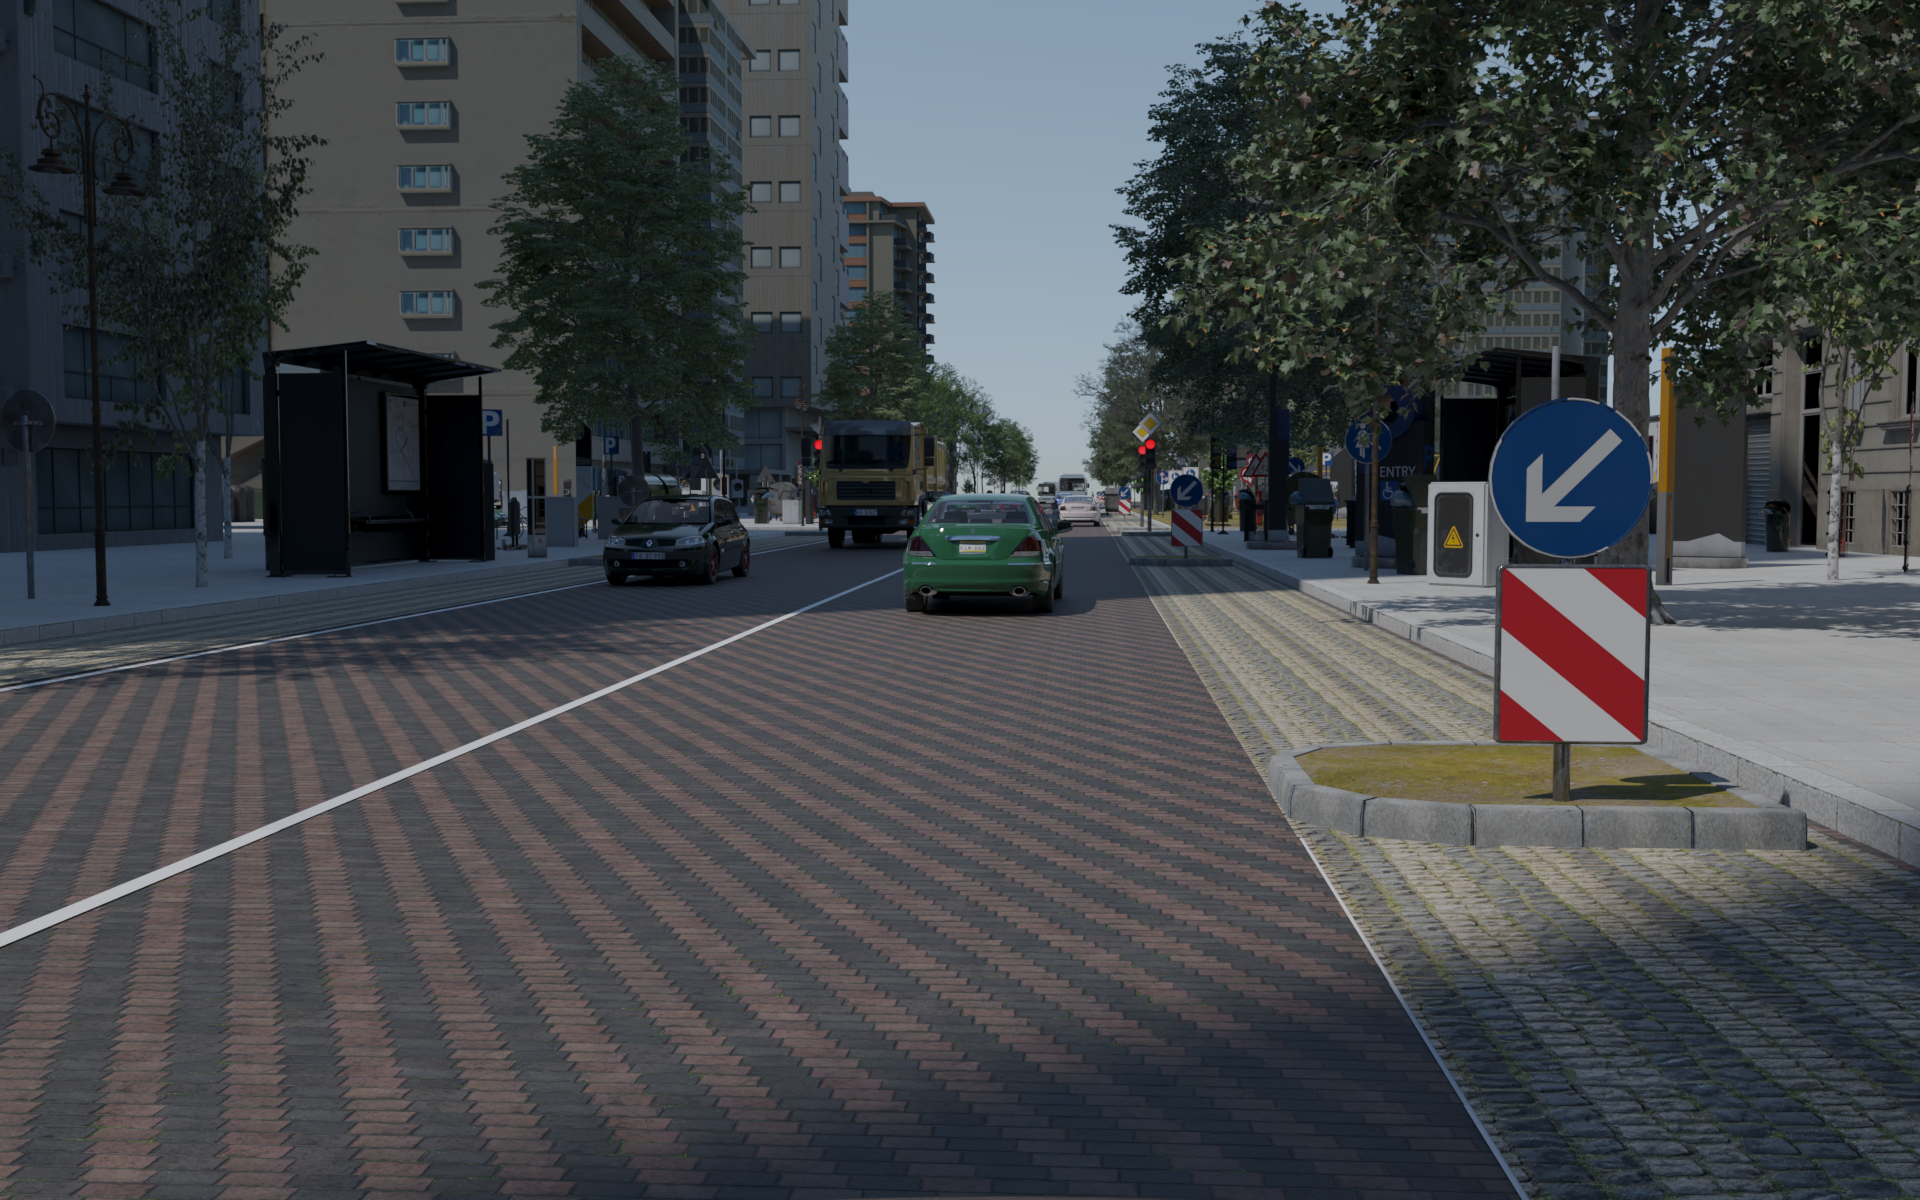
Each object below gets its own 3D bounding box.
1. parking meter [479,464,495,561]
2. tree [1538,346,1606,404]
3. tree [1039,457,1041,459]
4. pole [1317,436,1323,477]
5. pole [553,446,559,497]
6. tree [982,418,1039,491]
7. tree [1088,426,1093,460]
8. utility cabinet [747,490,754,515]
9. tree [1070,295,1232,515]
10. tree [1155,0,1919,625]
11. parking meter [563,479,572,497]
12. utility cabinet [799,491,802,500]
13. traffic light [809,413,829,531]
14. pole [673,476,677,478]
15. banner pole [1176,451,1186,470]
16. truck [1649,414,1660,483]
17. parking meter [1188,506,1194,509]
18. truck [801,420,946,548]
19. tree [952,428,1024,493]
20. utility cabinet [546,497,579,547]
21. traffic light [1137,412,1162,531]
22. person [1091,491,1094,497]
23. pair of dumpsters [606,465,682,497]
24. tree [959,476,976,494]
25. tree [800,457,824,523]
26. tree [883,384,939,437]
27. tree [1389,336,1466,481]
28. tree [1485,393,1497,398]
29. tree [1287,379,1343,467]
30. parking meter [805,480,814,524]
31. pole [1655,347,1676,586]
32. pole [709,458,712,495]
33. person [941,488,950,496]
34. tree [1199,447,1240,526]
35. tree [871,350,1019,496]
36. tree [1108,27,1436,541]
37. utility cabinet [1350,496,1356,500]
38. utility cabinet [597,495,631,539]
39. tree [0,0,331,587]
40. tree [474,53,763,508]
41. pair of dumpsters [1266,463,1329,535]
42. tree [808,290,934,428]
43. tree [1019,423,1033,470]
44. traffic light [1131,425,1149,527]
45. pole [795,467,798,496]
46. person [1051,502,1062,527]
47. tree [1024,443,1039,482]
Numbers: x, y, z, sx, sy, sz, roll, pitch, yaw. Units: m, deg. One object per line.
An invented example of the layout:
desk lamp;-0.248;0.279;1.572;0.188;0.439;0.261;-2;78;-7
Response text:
parking meter;-9.183;-1.696;33.440;0.255;1.863;0.399;-3;5;-41
tree;29.449;-8.267;85.520;4.737;8.622;4.395;0;3;0
tree;10.294;-23.512;302.543;7.486;12.596;7.792;0;3;0
pole;12.413;-4.032;59.760;0.158;3.312;0.155;0;3;0
pole;-17.157;-4.877;73.574;0.158;3.312;0.155;0;3;0
tree;7.015;-20.691;256.431;7.486;12.596;7.792;0;3;0
tree;14.293;-13.332;124.627;9.857;13.997;8.962;0;3;0
utility cabinet;-11.979;-5.741;102.549;1.173;1.500;0.318;0;4;6
tree;11.977;-12.010;106.737;12.009;13.543;11.850;0;3;0
tree;6.768;-6.114;16.972;9.611;12.733;9.660;0;3;0
parking meter;-15.549;-3.850;68.663;0.255;1.863;0.399;0;4;-1
utility cabinet;-11.623;-7.250;127.213;0.318;1.500;1.173;0;4;-4
traffic light;-4.833;-4.363;60.258;0.839;4.253;0.868;0;4;4
pole;-14.994;-5.952;91.158;0.158;3.312;0.155;0;3;0
banner pole;12.878;-6.811;101.379;0.863;3.779;0.401;-2;4;-27
truck;30.160;-4.459;61.824;11.283;4.237;2.839;0;4;3
parking meter;12.829;-5.373;96.254;0.372;1.533;0.369;0;3;0
truck;-2.083;-3.204;48.307;3.469;3.379;9.791;0;4;5
tree;2.386;-16.455;203.446;7.601;10.594;8.767;-1;4;-13
utility cabinet;-9.836;-1.901;42.246;1.020;1.237;0.306;1;4;13
traffic light;6.499;-4.314;59.454;0.839;4.253;0.868;0;4;4
person;19.237;-14.856;251.384;0.705;1.826;1.348;-1;4;-20
pair of dumpsters;-10.304;-3.302;56.483;1.574;2.255;4.437;0;4;4
tree;0.696;-10.905;172.905;1.663;3.219;1.824;0;3;0
tree;-5.914;-5.019;76.668;1.663;3.219;1.824;0;3;0
tree;-3.274;-9.886;112.005;4.737;8.622;4.395;0;3;0
tree;19.799;-7.717;76.527;4.360;8.622;3.978;0;3;0
tree;37.152;-10.442;121.086;4.737;8.622;4.395;0;3;0
tree;21.079;-9.541;106.361;4.737;8.622;4.395;0;3;0
parking meter;-6.382;-4.145;73.487;0.255;1.863;0.399;1;4;17
pole;9.884;-1.858;24.224;0.158;3.312;0.155;0;3;0
pole;-14.097;-6.364;97.897;0.158;3.312;0.155;0;3;0
person;-0.797;-5.606;100.175;0.660;1.820;0.620;0;4;5
tree;10.843;-4.749;72.252;1.663;3.219;1.824;0;3;0
tree;-2.828;-12.203;125.272;9.928;11.665;9.643;0;3;0
tree;8.653;-8.559;46.602;9.857;13.997;8.962;0;3;0
utility cabinet;31.619;-7.869;139.822;1.020;1.237;0.306;2;4;35
utility cabinet;-9.758;-2.325;49.182;1.020;1.237;0.306;1;4;12
tree;-10.696;-4.486;23.708;4.360;8.622;3.978;0;3;0
tree;-8.934;-7.790;45.487;7.486;12.596;7.792;0;3;0
pair of dumpsters;10.864;-3.263;55.851;1.574;2.255;4.437;0;4;4
tree;-4.838;-10.929;96.811;7.486;12.596;7.792;0;3;0
tree;-0.555;-13.845;152.124;9.928;11.665;9.643;0;3;0
traffic light;7.078;-4.801;67.418;0.839;4.253;0.868;0;4;4
pole;-12.283;-8.323;129.925;0.158;3.312;0.155;0;3;0
person;2.723;-2.135;48.423;0.382;1.210;0.505;-2;4;-26
tree;9.408;-21.467;285.402;7.601;10.594;8.767;1;4;17
